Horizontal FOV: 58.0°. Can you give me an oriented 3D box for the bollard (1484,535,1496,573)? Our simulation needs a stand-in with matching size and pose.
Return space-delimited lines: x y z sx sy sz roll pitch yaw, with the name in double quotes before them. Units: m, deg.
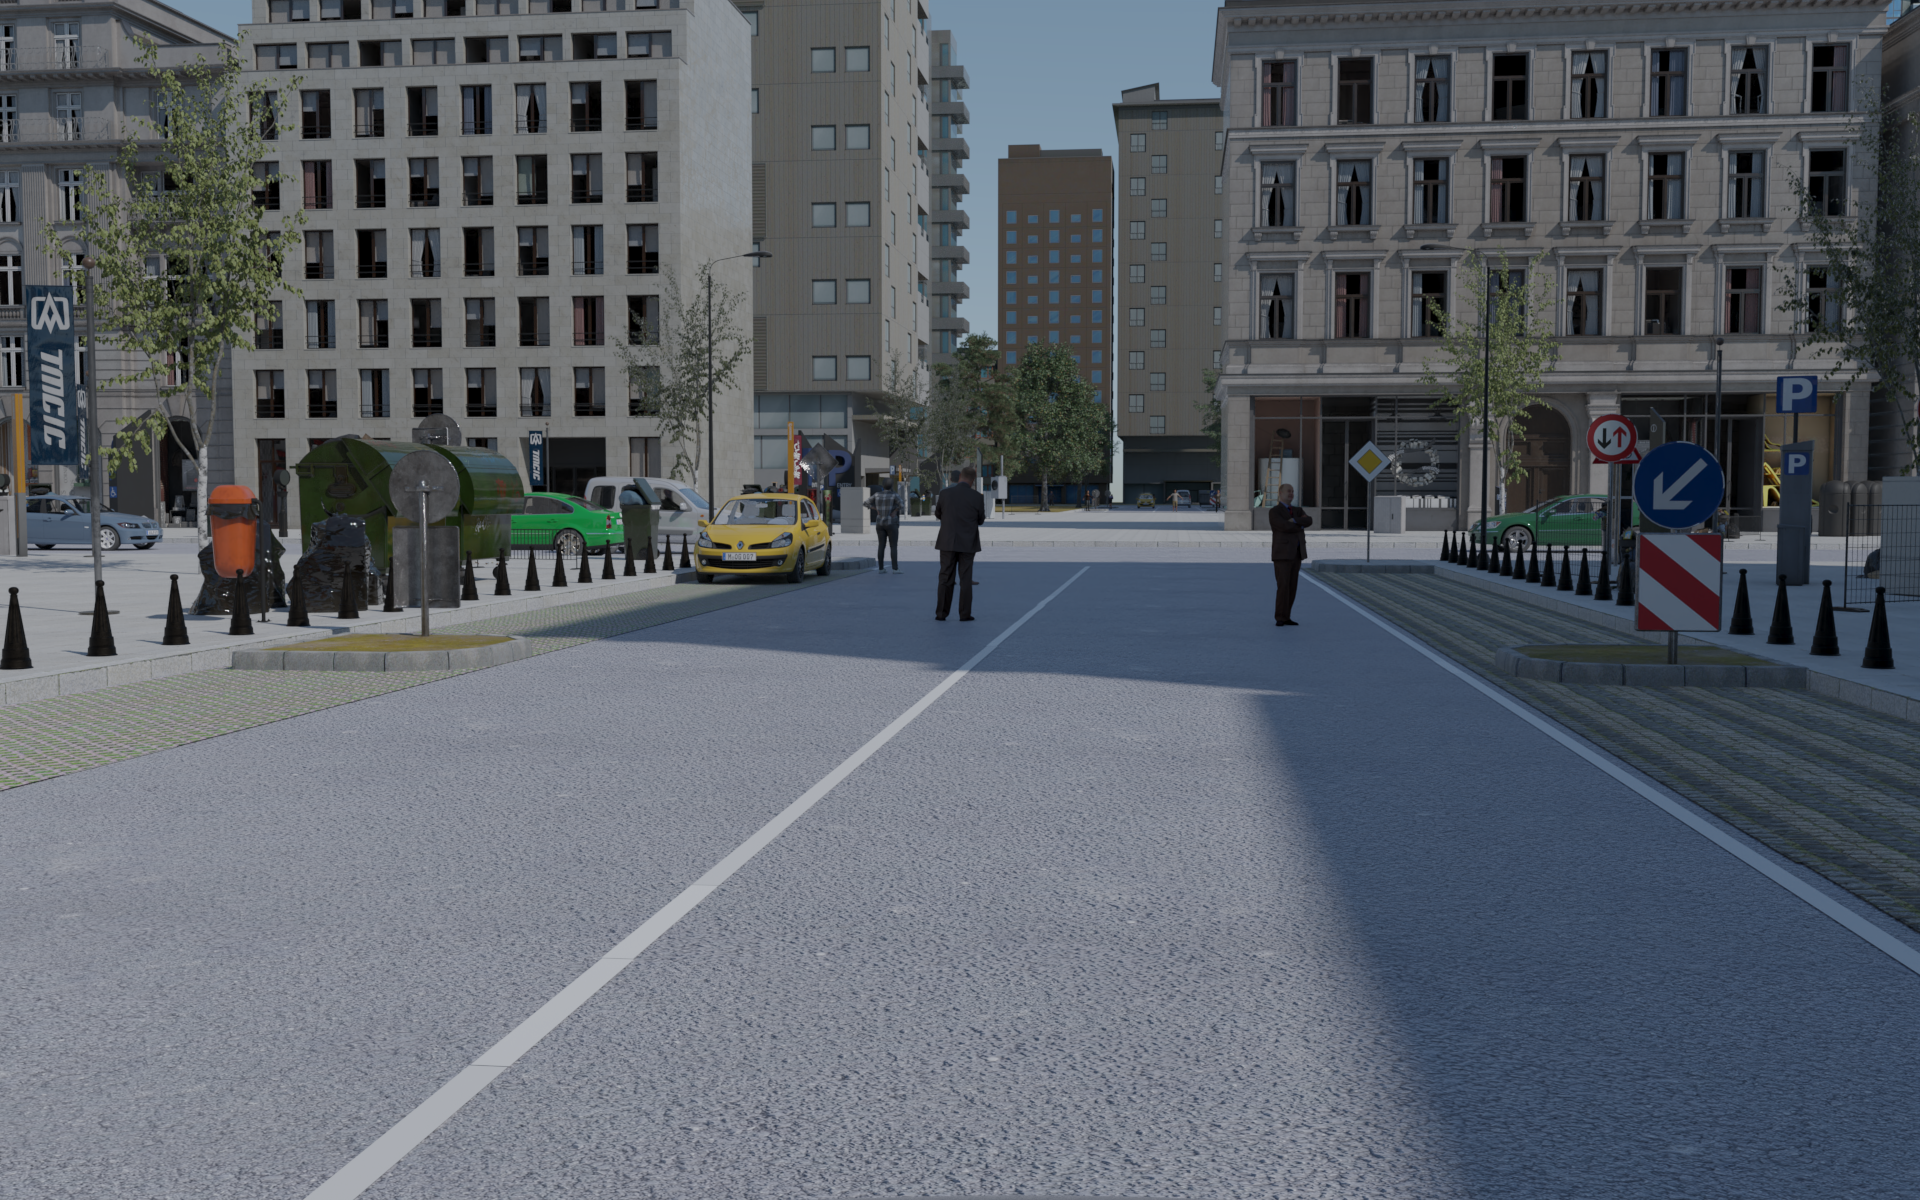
"bollard" 8.684 -0.739 28.118 0.229 0.601 0.229 0 3 0

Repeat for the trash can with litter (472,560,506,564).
"trash can with litter" -9.542 -1.290 32.155 1.678 1.210 2.233 -2 4 -35

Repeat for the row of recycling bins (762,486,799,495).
"row of recycling bins" -9.166 -4.890 87.071 3.534 1.692 1.069 2 4 30

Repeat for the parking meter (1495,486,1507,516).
"parking meter" 16.986 -2.812 54.385 0.372 1.533 0.369 0 3 0

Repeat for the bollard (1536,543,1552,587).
"bollard" 8.174 -0.489 24.036 0.229 0.601 0.229 0 3 0

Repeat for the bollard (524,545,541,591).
"bollard" -5.672 -0.423 22.957 0.229 0.601 0.229 0 3 0

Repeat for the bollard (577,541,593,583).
"bollard" -5.419 -0.549 25.013 0.229 0.601 0.229 0 3 0

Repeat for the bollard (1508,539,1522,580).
"bollard" 8.429 -0.614 26.074 0.229 0.601 0.229 0 3 0

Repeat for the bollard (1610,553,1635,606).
"bollard" 7.668 -0.238 19.930 0.229 0.601 0.229 0 3 0

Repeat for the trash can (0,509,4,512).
"trash can" -9.409 -0.284 16.301 0.748 1.137 0.748 0 3 0

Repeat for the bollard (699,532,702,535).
"bollard" -4.652 -0.925 31.170 0.229 0.601 0.229 0 3 0

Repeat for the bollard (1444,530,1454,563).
"bollard" 9.190 -0.989 32.204 0.229 0.601 0.229 0 3 0

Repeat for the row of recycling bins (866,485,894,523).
"row of recycling bins" -3.764 -4.441 79.725 1.069 1.692 3.534 1 4 9

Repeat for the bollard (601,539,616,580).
"bollard" -5.289 -0.612 26.041 0.229 0.601 0.229 0 3 0

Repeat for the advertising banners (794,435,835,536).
"advertising banners" -4.402 -3.397 51.728 0.090 3.025 2.074 2 4 33

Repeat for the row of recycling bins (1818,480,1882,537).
"row of recycling bins" 27.405 -2.801 52.903 3.534 1.692 1.069 -3 4 -38

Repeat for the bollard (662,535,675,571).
"bollard" -4.905 -0.799 29.108 0.229 0.601 0.229 0 3 0

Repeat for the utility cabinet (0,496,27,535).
"utility cabinet" -31.988 -2.893 58.467 0.306 1.237 1.020 1 4 17

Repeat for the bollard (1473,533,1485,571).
"bollard" 8.808 -0.801 29.137 0.229 0.601 0.229 0 3 0

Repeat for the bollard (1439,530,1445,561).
"bollard" 9.318 -1.051 33.227 0.229 0.601 0.229 0 3 0

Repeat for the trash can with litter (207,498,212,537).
"trash can with litter" -22.560 -2.479 51.917 0.624 1.170 1.055 -2 4 -31

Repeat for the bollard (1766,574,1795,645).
"bollard" 7.031 0.075 14.818 0.229 0.601 0.229 0 3 0

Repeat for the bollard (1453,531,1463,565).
"bollard" 9.060 -0.926 31.179 0.229 0.601 0.229 0 3 0

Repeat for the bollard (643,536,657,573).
"bollard" -5.031 -0.737 28.089 0.229 0.601 0.229 0 3 0

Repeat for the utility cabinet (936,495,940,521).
"utility cabinet" -0.663 -4.414 83.330 1.020 1.237 0.306 -2 4 -34

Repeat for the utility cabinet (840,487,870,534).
"utility cabinet" -3.366 -2.883 55.822 0.318 1.500 1.173 -3 5 -41

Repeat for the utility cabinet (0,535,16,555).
"utility cabinet" -20.454 -1.553 36.554 1.020 1.237 0.306 0 4 7

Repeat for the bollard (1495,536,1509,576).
"bollard" 8.556 -0.676 27.095 0.229 0.601 0.229 0 3 0

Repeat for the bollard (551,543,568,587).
"bollard" -5.545 -0.485 23.976 0.229 0.601 0.229 0 3 0

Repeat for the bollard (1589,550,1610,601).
"bollard" 7.790 -0.300 20.952 0.229 0.601 0.229 0 3 0

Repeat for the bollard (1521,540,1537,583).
"bollard" 8.301 -0.551 25.055 0.229 0.601 0.229 0 3 0

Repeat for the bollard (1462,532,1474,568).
"bollard" 8.933 -0.863 30.156 0.229 0.601 0.229 0 3 0

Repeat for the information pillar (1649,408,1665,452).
"information pillar" 18.797 -3.389 46.766 0.183 3.616 0.504 -1 4 -22

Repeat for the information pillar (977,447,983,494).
"information pillar" 0.983 -5.832 86.713 0.183 3.616 0.504 -2 4 -27

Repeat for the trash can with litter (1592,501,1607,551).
"trash can with litter" 12.319 -1.289 32.464 0.624 1.170 1.055 3 4 38

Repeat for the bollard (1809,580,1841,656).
"bollard" 6.901 0.137 13.800 0.229 0.601 0.229 0 3 0

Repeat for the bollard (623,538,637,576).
"bollard" -5.161 -0.674 27.064 0.229 0.601 0.229 0 3 0

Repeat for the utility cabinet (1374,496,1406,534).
"utility cabinet" 13.961 -2.760 56.295 0.306 1.237 1.020 -3 5 -45

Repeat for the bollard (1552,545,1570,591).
"bollard" 8.051 -0.427 23.016 0.229 0.601 0.229 0 3 0

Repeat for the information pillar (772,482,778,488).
"information pillar" -11.390 -6.238 106.487 0.304 2.012 0.304 0 4 5

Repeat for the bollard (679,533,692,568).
"bollard" -4.783 -0.862 30.131 0.229 0.601 0.229 0 3 0

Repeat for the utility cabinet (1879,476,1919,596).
"utility cabinet" 12.067 -0.792 21.629 0.318 1.500 1.173 -1 4 -13

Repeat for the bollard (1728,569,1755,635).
"bollard" 7.154 0.012 15.838 0.229 0.601 0.229 0 3 0

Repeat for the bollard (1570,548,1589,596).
"bollard" 7.921 -0.363 21.970 0.229 0.601 0.229 0 3 0

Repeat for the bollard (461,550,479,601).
"bollard" -5.926 -0.298 20.913 0.229 0.601 0.229 0 3 0

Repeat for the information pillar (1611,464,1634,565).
"information pillar" 12.048 -1.656 31.564 0.304 2.012 0.304 -1 4 -14

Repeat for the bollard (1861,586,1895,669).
"bollard" 6.778 0.200 12.770 0.229 0.601 0.229 0 3 0

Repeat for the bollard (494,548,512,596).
"bollard" -5.798 -0.361 21.938 0.229 0.601 0.229 0 3 0
